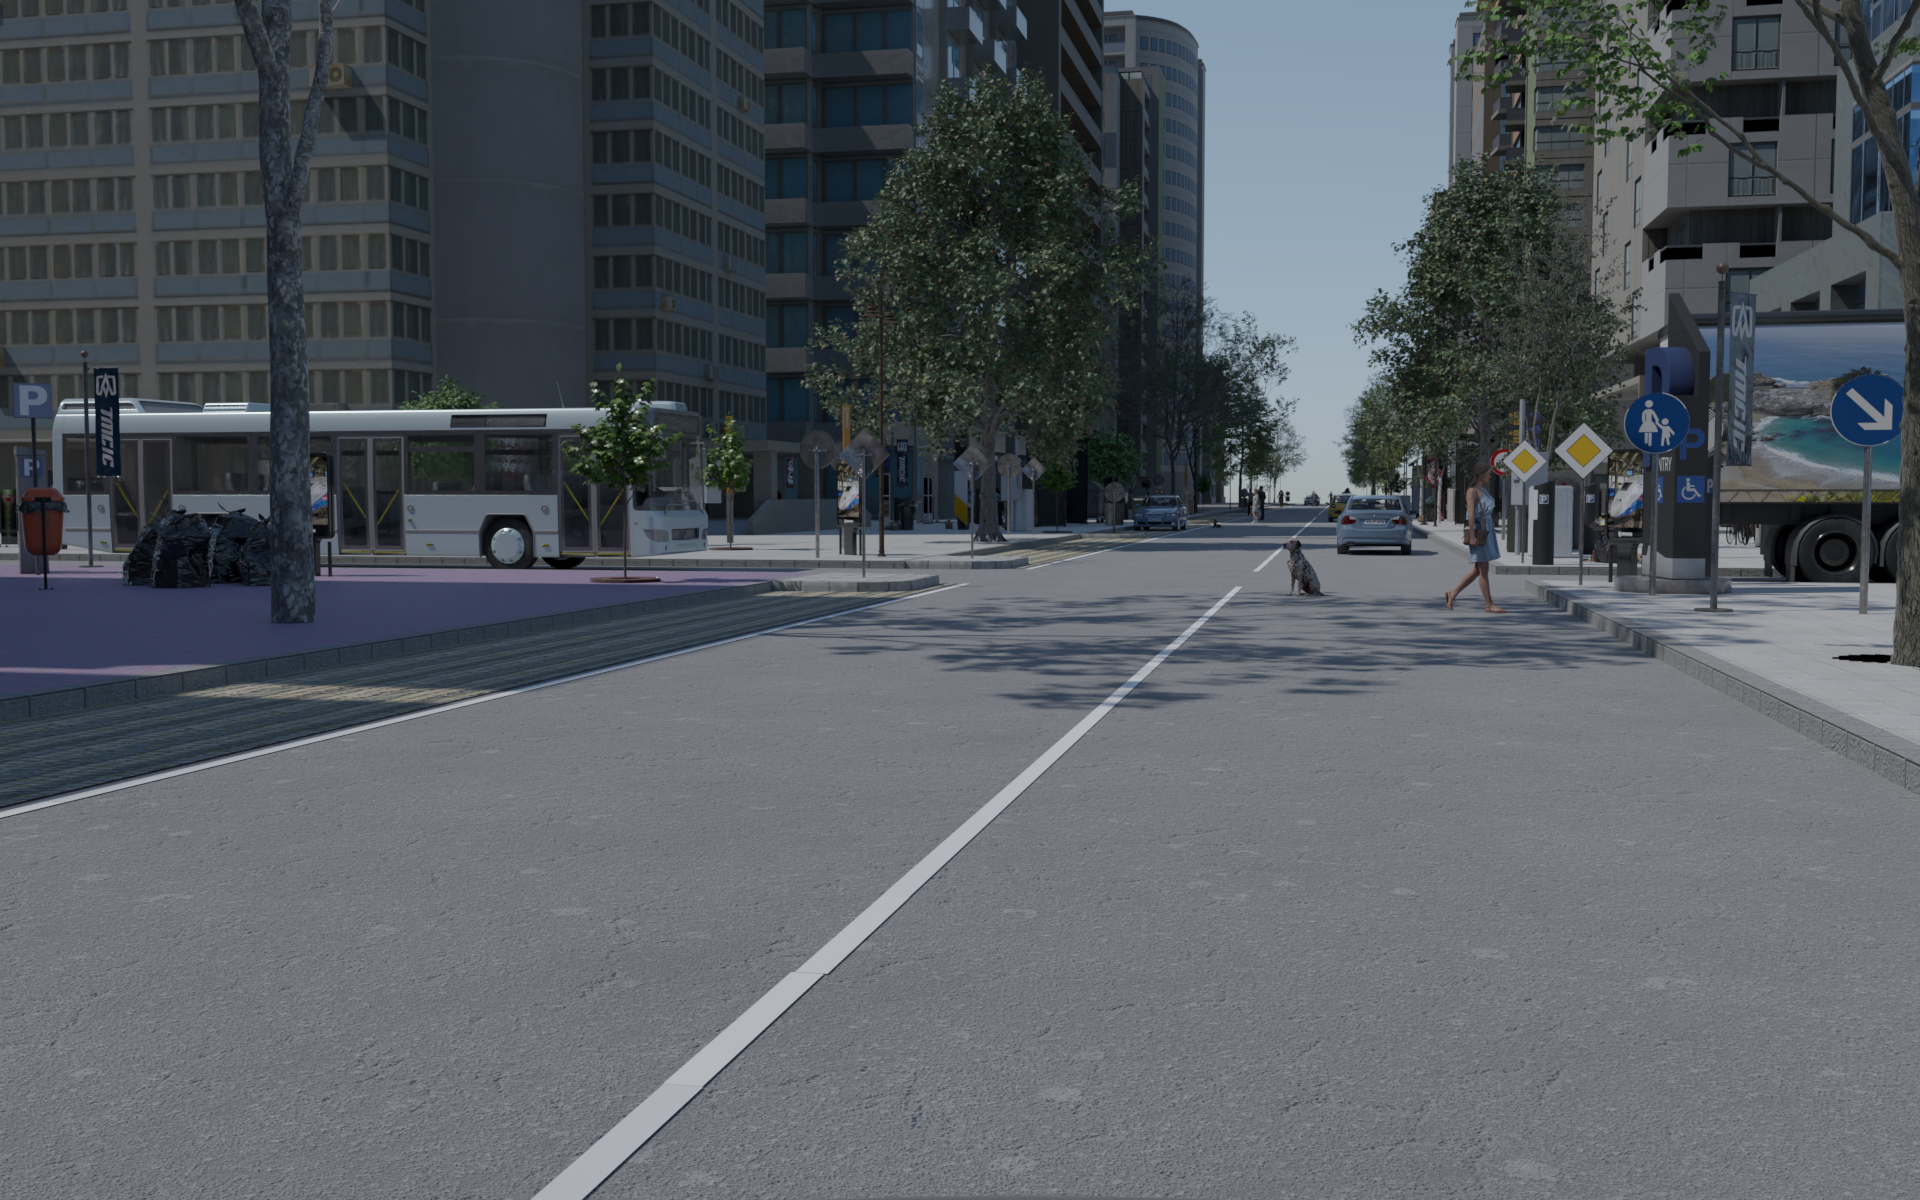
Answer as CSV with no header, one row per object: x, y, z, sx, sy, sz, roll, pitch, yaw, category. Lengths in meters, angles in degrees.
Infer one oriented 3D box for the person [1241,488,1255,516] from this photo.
18.738,-6.304,111.584,1.348,1.823,0.705,0,3,0,person

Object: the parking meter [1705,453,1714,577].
10.490,-1.152,24.552,0.399,1.863,0.255,-3,4,-39,parking meter

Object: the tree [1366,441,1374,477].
36.754,-12.036,147.158,4.737,8.622,4.395,0,3,0,tree

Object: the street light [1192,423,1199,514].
14.964,-8.413,110.334,0.468,5.910,1.993,1,4,12,street light

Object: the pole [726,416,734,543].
-6.025,-3.149,45.337,0.158,3.312,0.155,0,3,0,pole

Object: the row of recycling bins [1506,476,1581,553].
13.183,-1.962,39.198,1.069,1.692,3.534,2,4,34,row of recycling bins

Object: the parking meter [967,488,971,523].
0.488,-4.147,76.216,0.372,1.533,0.369,0,3,0,parking meter

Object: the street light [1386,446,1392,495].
35.505,-10.433,143.373,0.468,5.910,1.993,1,4,12,street light

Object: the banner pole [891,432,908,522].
-2.470,-4.858,69.446,0.863,3.779,0.401,0,4,-4,banner pole

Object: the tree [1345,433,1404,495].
52.030,-18.181,215.379,7.486,12.596,7.792,0,3,0,tree

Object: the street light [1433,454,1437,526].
18.849,-5.855,68.517,0.468,5.910,1.993,1,4,12,street light

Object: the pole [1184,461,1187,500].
14.031,-6.956,107.580,0.158,3.312,0.155,0,3,0,pole

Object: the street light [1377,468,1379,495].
43.398,-12.661,179.789,0.468,5.910,1.993,1,4,12,street light

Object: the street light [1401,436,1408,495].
27.460,-8.208,106.990,0.468,5.910,1.993,1,4,12,street light

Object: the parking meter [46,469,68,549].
-20.900,-2.105,40.129,0.399,1.863,0.255,-1,4,-15,parking meter

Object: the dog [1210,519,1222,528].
10.766,-3.230,73.000,0.550,0.427,0.748,1,4,19,dog

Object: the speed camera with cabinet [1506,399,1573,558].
11.939,-2.520,35.533,0.660,3.252,2.038,0,4,-2,speed camera with cabinet

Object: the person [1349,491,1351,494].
35.012,-8.975,156.037,0.742,1.727,0.445,-1,4,-18,person

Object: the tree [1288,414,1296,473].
46.319,-21.036,254.306,12.009,13.543,11.850,0,3,0,tree

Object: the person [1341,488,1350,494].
21.604,-5.410,97.226,0.793,1.790,0.793,-3,5,-39,person

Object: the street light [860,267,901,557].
-1.607,-3.828,35.380,0.468,5.910,1.993,1,4,12,street light

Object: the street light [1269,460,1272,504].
40.737,-15.567,227.304,0.468,5.910,1.993,1,4,12,street light

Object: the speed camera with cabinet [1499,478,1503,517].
30.572,-6.228,96.169,0.660,3.252,2.038,0,4,-3,speed camera with cabinet

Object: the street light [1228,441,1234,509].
22.913,-10.639,146.737,0.468,5.910,1.993,1,4,12,street light

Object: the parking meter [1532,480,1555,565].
10.555,-1.401,31.314,0.372,1.533,0.369,0,3,0,parking meter

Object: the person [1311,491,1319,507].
39.624,-11.261,193.172,0.990,1.755,0.434,0,4,-2,person

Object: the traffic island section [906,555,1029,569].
0.221,-0.742,34.415,2.009,0.180,2.903,1,4,12,traffic island section

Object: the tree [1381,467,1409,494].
31.461,-7.966,124.843,1.663,3.219,1.824,0,3,0,tree

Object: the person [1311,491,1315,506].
43.636,-12.576,214.097,1.348,1.826,0.705,3,5,43,person

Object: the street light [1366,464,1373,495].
53.247,-15.381,224.260,0.468,5.910,1.993,1,4,12,street light

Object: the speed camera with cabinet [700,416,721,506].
-6.750,-2.999,43.376,0.660,3.252,2.038,2,4,24,speed camera with cabinet

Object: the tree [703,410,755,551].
-5.221,-2.768,39.853,1.663,3.219,1.824,0,3,0,tree

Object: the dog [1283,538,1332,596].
4.941,-0.458,24.319,0.800,0.831,0.513,1,4,11,dog

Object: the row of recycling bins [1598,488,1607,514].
28.115,-4.343,78.124,3.534,1.692,1.069,2,4,32,row of recycling bins

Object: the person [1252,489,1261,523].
14.525,-4.622,85.080,0.522,1.701,0.512,0,4,-3,person

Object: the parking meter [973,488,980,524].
0.828,-3.984,73.554,0.372,1.533,0.369,0,3,0,parking meter

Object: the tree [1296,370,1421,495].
41.955,-15.917,170.609,12.009,13.543,11.850,0,3,0,tree

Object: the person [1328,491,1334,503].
46.366,-12.704,216.290,1.350,1.814,0.705,-2,4,-34,person

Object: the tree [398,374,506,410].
-13.883,-3.893,47.364,4.285,4.588,4.351,0,3,0,tree

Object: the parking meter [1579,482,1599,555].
13.389,-1.741,36.882,0.372,1.533,0.369,0,3,0,parking meter

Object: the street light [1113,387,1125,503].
6.539,-6.068,71.994,0.468,5.910,1.993,1,4,12,street light

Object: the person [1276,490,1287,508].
33.654,-10.587,181.224,1.348,1.869,0.705,3,5,44,person

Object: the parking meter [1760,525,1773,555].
17.089,-1.719,36.515,0.372,1.533,0.369,0,3,0,parking meter

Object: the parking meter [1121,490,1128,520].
8.226,-4.778,86.525,0.372,1.533,0.369,0,3,0,parking meter

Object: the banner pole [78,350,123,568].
-15.022,-2.461,30.249,0.863,3.779,0.401,0,4,8,banner pole

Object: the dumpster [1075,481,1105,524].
5.630,-4.279,75.712,1.264,1.857,1.865,1,4,12,dumpster

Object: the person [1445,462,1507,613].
6.217,-0.753,20.903,0.778,1.811,0.616,3,4,38,person

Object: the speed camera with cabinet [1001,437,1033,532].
1.960,-3.968,59.210,0.660,3.252,2.038,1,4,19,speed camera with cabinet

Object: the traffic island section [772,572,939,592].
-1.498,-0.265,26.617,2.009,0.180,2.903,1,4,12,traffic island section

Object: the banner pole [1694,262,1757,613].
8.428,-1.769,18.936,0.863,3.779,0.401,-2,4,-33,banner pole

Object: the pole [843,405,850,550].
-2.598,-2.807,39.733,0.158,3.312,0.155,0,3,0,pole

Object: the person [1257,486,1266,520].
16.550,-5.347,95.286,0.474,1.900,0.648,2,4,24,person
